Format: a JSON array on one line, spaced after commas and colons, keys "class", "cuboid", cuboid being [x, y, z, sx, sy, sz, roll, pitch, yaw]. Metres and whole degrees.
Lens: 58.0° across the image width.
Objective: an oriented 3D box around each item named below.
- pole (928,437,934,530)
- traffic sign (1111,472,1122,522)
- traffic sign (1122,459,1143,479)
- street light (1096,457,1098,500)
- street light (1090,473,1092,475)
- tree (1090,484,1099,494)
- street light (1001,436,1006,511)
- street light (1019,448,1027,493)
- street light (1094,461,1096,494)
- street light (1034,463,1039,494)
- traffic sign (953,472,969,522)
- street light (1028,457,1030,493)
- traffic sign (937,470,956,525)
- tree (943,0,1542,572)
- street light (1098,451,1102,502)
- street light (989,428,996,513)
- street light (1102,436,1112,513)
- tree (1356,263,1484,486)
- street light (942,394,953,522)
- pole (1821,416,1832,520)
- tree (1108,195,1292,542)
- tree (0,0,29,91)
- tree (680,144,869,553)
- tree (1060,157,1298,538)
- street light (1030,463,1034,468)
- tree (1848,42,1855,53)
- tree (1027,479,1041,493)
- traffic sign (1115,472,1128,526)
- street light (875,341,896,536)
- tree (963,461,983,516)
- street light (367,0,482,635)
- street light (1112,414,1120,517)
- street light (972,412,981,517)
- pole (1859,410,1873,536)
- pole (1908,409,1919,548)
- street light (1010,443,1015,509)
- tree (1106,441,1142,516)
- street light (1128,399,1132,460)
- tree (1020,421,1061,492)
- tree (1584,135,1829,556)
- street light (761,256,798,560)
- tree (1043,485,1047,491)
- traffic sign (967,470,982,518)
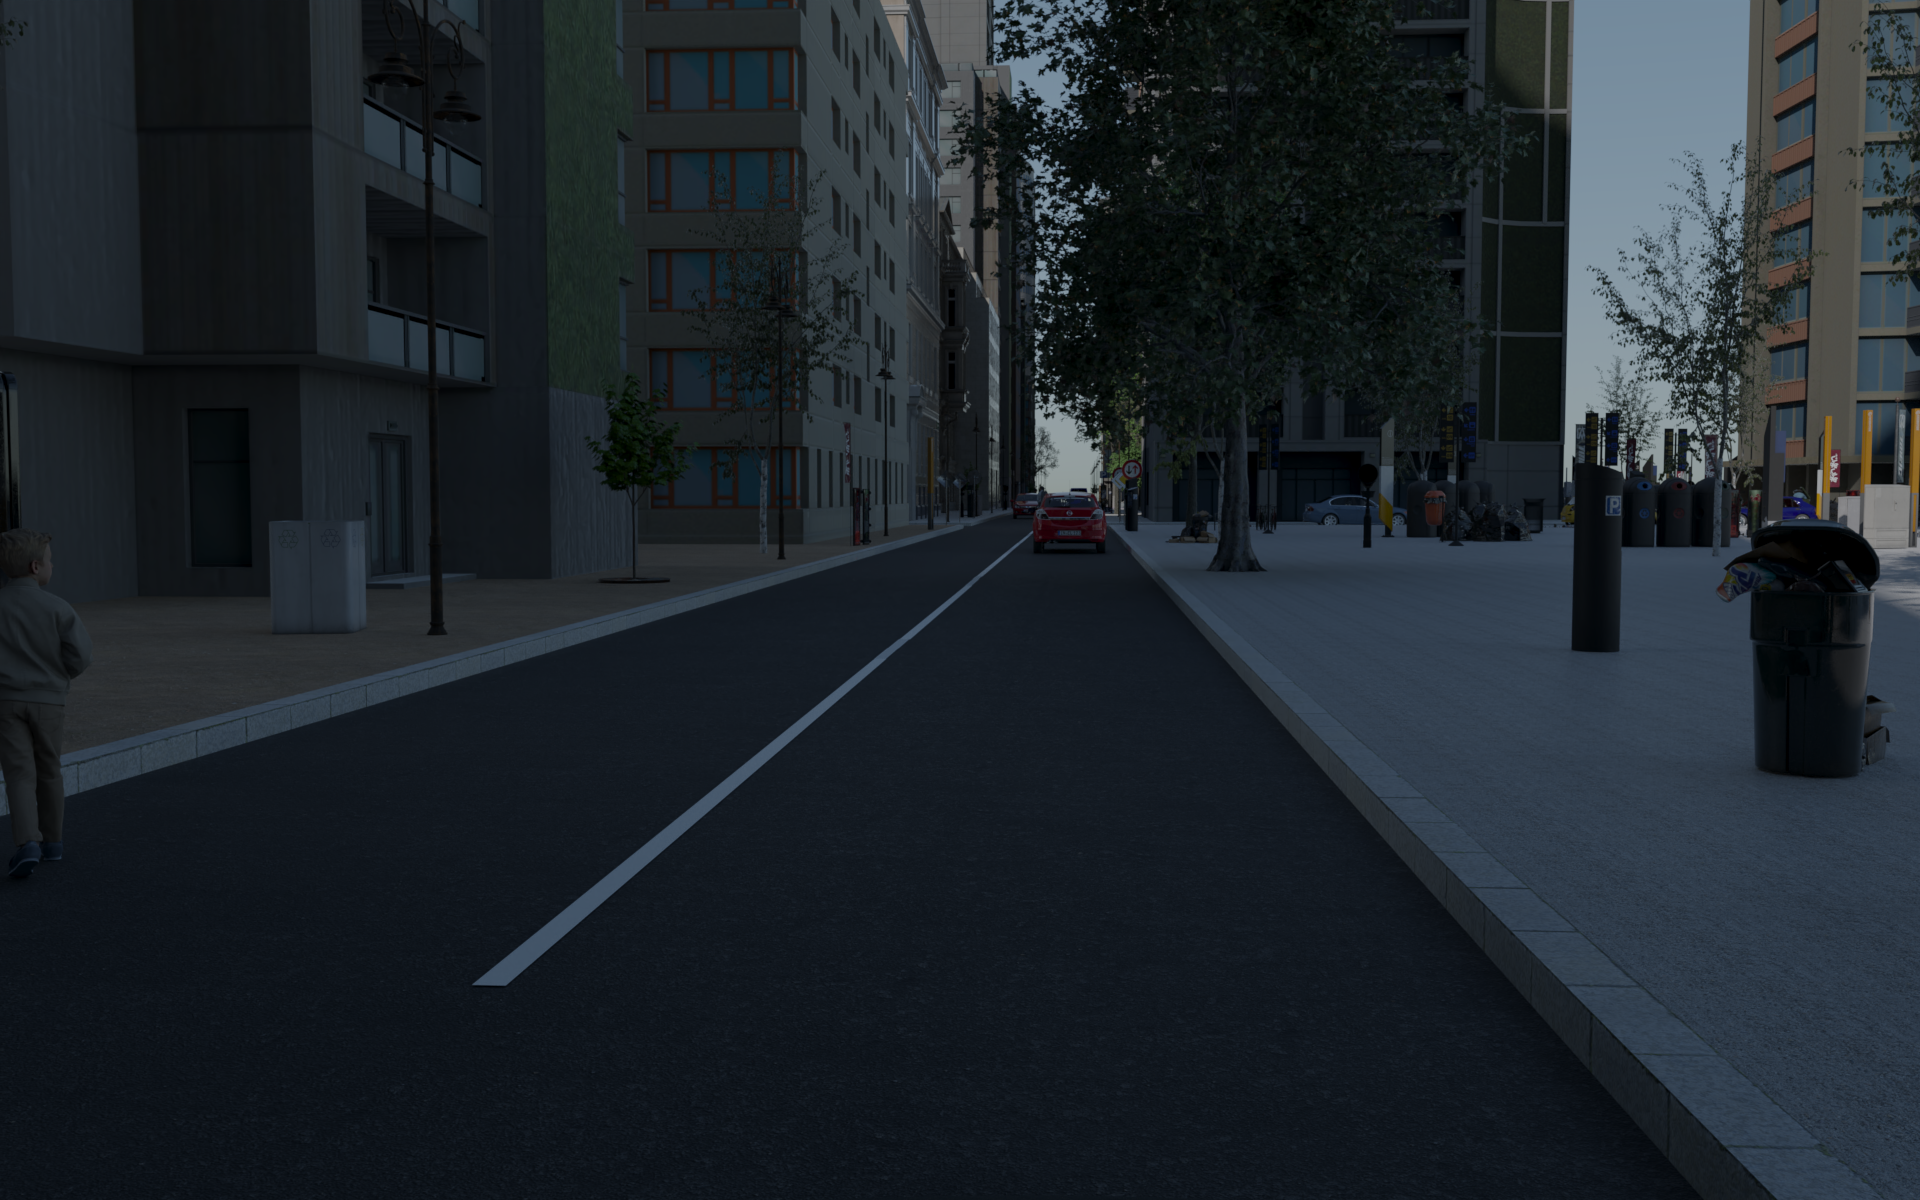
[{"class": "pole", "cuboid": [-1.054, -4.179, 62.174, 0.158, 3.312, 0.155, 0, 3, 0]}, {"class": "traffic sign", "cuboid": [7.218, -4.566, 78.299, 0.795, 2.450, 0.064, 0, 4, 4]}, {"class": "traffic sign", "cuboid": [6.307, -3.880, 63.536, 0.768, 2.556, 0.104, 0, 4, 4]}, {"class": "street light", "cuboid": [14.163, -12.274, 173.474, 0.468, 5.910, 1.993, 0, 4, 4]}, {"class": "street light", "cuboid": [18.591, -16.292, 239.157, 0.468, 5.910, 1.993, 0, 4, 4]}, {"class": "tree", "cuboid": [21.169, -17.002, 272.591, 1.663, 3.219, 1.824, 0, 3, 0]}, {"class": "street light", "cuboid": [3.347, -9.876, 134.259, 0.468, 5.910, 1.993, 0, 4, 4]}, {"class": "street light", "cuboid": [6.162, -12.295, 173.804, 0.468, 5.910, 1.993, 0, 4, 4]}, {"class": "street light", "cuboid": [15.421, -13.423, 192.247, 0.468, 5.910, 1.993, 0, 4, 4]}, {"class": "street light", "cuboid": [9.816, -15.688, 229.283, 0.468, 5.910, 1.993, 0, 4, 4]}, {"class": "traffic sign", "cuboid": [-0.008, -4.597, 78.810, 0.795, 2.450, 0.064, 0, 4, 4]}, {"class": "street light", "cuboid": [7.250, -13.408, 192.005, 0.468, 5.910, 1.993, 0, 4, 4]}, {"class": "traffic sign", "cuboid": [-0.552, -4.110, 70.844, 0.795, 2.450, 0.064, 0, 4, 4]}, {"class": "tree", "cuboid": [4.570, -6.833, 28.724, 9.611, 12.733, 9.660, 0, 3, 0]}, {"class": "street light", "cuboid": [12.866, -11.148, 155.065, 0.468, 5.910, 1.993, 0, 4, 4]}, {"class": "street light", "cuboid": [2.141, -8.763, 116.067, 0.468, 5.910, 1.993, 0, 4, 4]}, {"class": "street light", "cuboid": [11.529, -9.901, 134.663, 0.468, 5.910, 1.993, 0, 4, 4]}, {"class": "tree", "cuboid": [14.964, -6.457, 55.936, 4.360, 8.622, 3.978, 0, 3, 0]}, {"class": "street light", "cuboid": [-0.548, -6.497, 79.019, 0.468, 5.910, 1.993, 0, 4, 4]}, {"class": "pole", "cuboid": [22.698, -3.152, 45.386, 0.158, 3.312, 0.155, 0, 3, 0]}, {"class": "tree", "cuboid": [5.799, -5.364, 38.059, 4.737, 8.622, 4.395, 0, 3, 0]}, {"class": "tree", "cuboid": [-10.368, -3.920, 14.460, 4.360, 8.622, 3.978, 0, 3, 0]}, {"class": "tree", "cuboid": [-4.176, -5.331, 37.518, 4.360, 8.622, 3.978, 0, 3, 0]}, {"class": "tree", "cuboid": [6.952, -7.637, 50.614, 9.928, 11.665, 9.643, 0, 3, 0]}, {"class": "street light", "cuboid": [8.497, -14.576, 211.099, 0.468, 5.910, 1.993, 0, 4, 4]}, {"class": "tree", "cuboid": [11.828, -4.171, 18.559, 4.360, 8.622, 3.978, 0, 3, 0]}, {"class": "tree", "cuboid": [8.846, -13.572, 216.496, 1.663, 3.219, 1.824, 0, 3, 0]}, {"class": "traffic sign", "cuboid": [6.674, -4.079, 70.332, 0.795, 2.450, 0.064, 0, 4, 4]}, {"class": "street light", "cuboid": [-2.249, -4.880, 52.568, 0.468, 5.910, 1.993, 0, 4, 4]}, {"class": "tree", "cuboid": [0.521, -6.532, 101.394, 1.663, 3.219, 1.824, 0, 3, 0]}, {"class": "street light", "cuboid": [-4.767, -2.619, 15.615, 0.468, 5.910, 1.993, 0, 4, 4]}, {"class": "street light", "cuboid": [8.982, -7.638, 97.669, 0.468, 5.910, 1.993, 0, 4, 4]}, {"class": "street light", "cuboid": [0.928, -7.641, 97.726, 0.468, 5.910, 1.993, 0, 4, 4]}, {"class": "pole", "cuboid": [22.035, -2.953, 42.132, 0.158, 3.312, 0.155, 0, 3, 0]}, {"class": "pole", "cuboid": [22.833, -2.911, 41.444, 0.158, 3.312, 0.155, 0, 3, 0]}, {"class": "street light", "cuboid": [4.729, -11.169, 155.394, 0.468, 5.910, 1.993, 0, 4, 4]}, {"class": "tree", "cuboid": [10.185, -7.278, 102.701, 4.285, 4.588, 4.351, 0, 3, 0]}, {"class": "street light", "cuboid": [7.748, -6.525, 79.479, 0.468, 5.910, 1.993, 0, 4, 4]}, {"class": "tree", "cuboid": [9.080, -17.560, 221.513, 8.767, 10.594, 7.601, 1, 4, 17]}, {"class": "tree", "cuboid": [15.417, -5.213, 35.600, 4.360, 8.622, 3.978, 0, 3, 0]}, {"class": "street light", "cuboid": [-3.502, -3.732, 33.804, 0.468, 5.910, 1.993, 0, 4, 4]}, {"class": "tree", "cuboid": [13.273, -17.780, 285.295, 1.663, 3.219, 1.824, 0, 3, 0]}, {"class": "traffic sign", "cuboid": [0.753, -5.584, 91.411, 0.768, 2.556, 0.104, 1, 4, 9]}]
